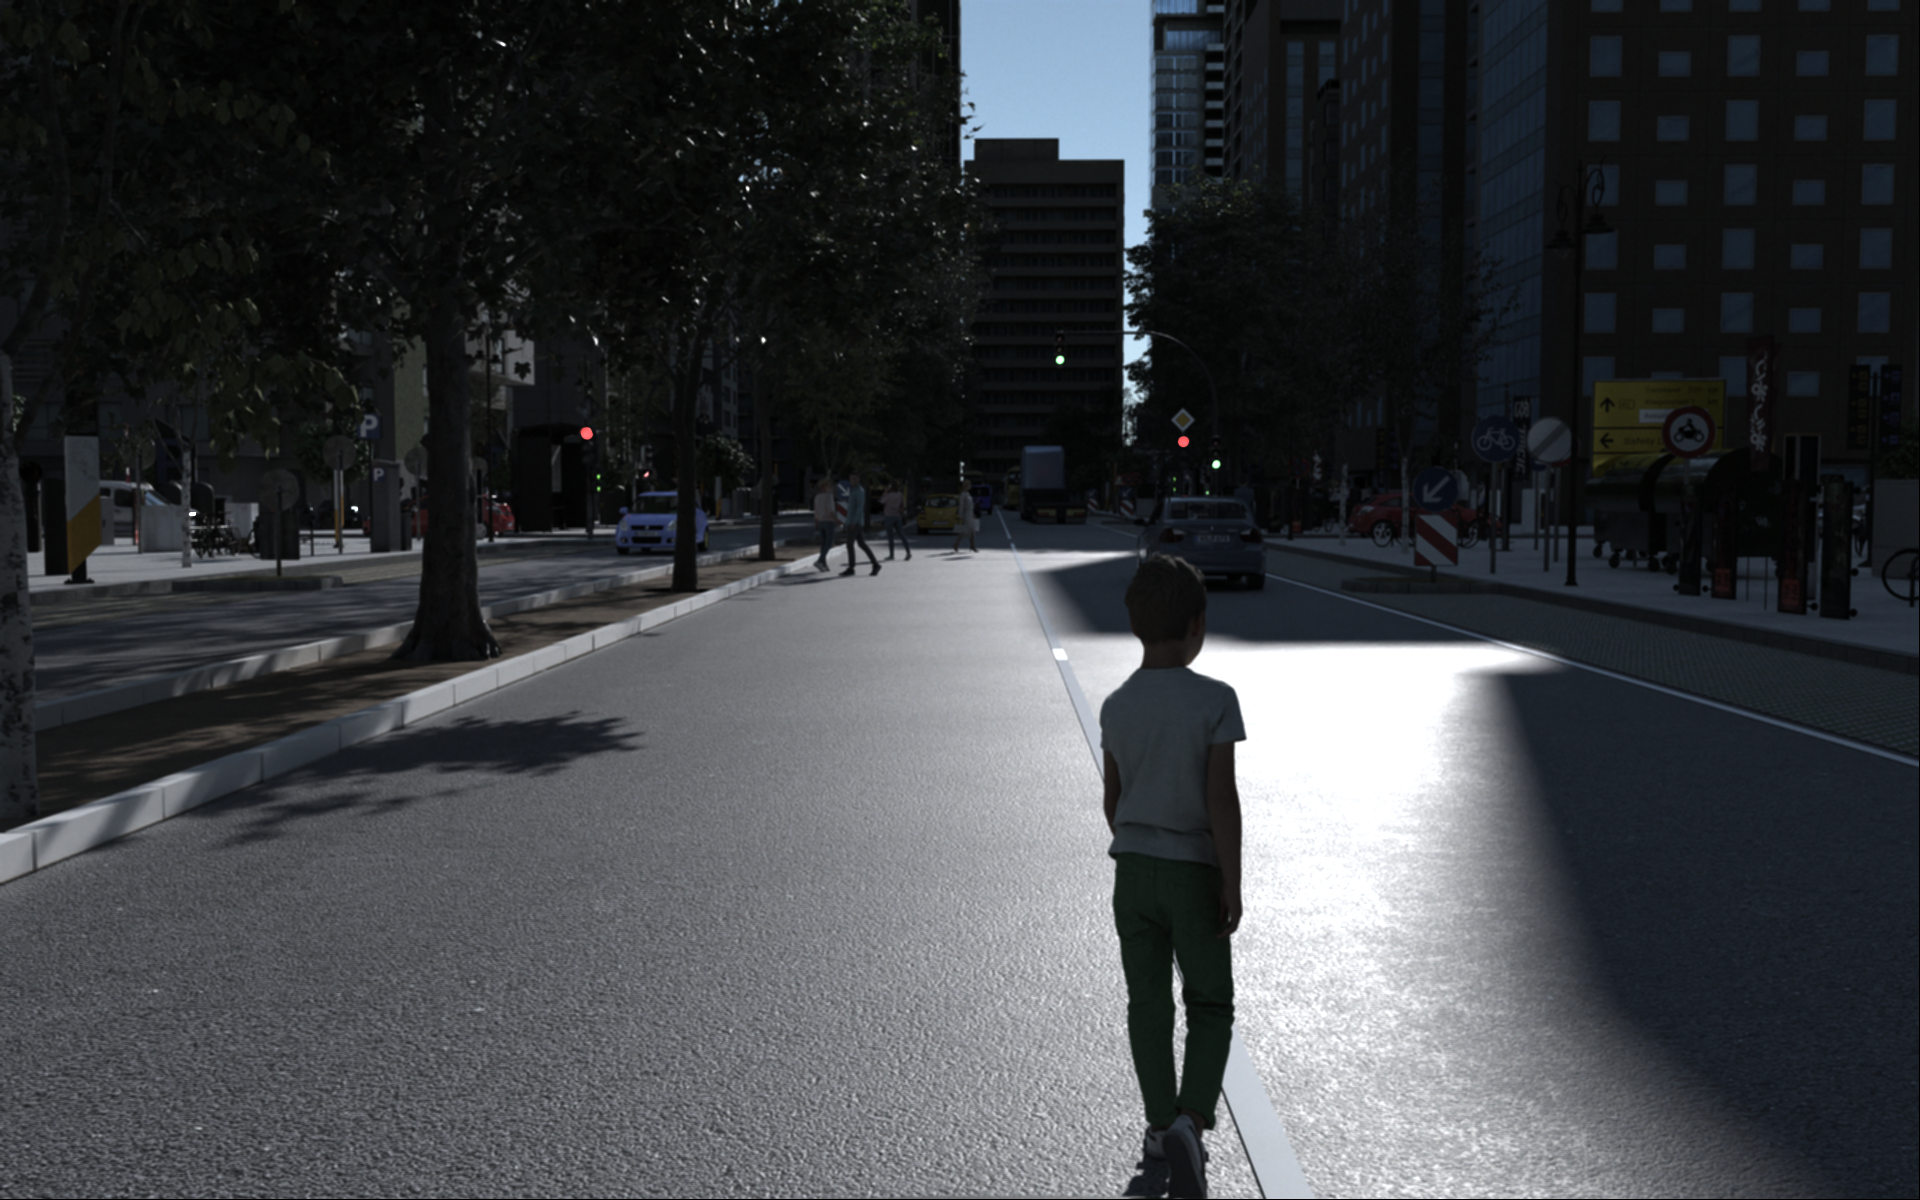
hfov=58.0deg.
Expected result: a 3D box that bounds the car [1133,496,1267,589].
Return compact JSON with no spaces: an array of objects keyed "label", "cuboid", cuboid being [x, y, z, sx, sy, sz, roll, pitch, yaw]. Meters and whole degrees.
[{"label":"car","cuboid":[3.763,-0.939,27.350,2.014,1.417,4.499,0,4,2]}]

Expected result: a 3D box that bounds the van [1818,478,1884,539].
[{"label":"van","cuboid":[28.243,-2.816,53.048,4.112,2.044,2.013,0,4,1]}]

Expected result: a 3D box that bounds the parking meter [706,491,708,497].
[{"label":"parking meter","cuboid":[-18.071,-6.993,122.743,0.372,1.533,0.369,0,3,0]}]

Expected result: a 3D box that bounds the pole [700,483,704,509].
[{"label":"pole","cuboid":[-14.977,-6.532,100.642,0.158,3.312,0.155,0,3,0]}]

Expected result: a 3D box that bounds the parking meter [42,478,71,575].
[{"label":"parking meter","cuboid":[-14.320,-1.165,27.457,0.372,1.533,0.369,0,3,0]}]

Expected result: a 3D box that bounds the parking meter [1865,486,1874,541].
[{"label":"parking meter","cuboid":[25.218,-2.412,47.854,0.372,1.533,0.369,0,3,0]}]

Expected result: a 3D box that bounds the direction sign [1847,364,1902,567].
[{"label":"direction sign","cuboid":[16.004,-2.347,30.375,0.876,3.537,0.379,0,4,6]}]

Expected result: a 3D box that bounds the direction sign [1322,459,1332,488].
[{"label":"direction sign","cuboid":[23.923,-7.420,113.310,0.876,3.537,0.379,-1,4,-21]}]

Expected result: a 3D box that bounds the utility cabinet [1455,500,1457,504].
[{"label":"utility cabinet","cuboid":[26.016,-4.918,91.574,0.306,1.237,1.020,2,4,26]}]

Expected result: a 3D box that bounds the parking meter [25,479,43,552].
[{"label":"parking meter","cuboid":[-20.638,-2.011,38.589,0.255,1.863,0.399,-1,4,-17]}]

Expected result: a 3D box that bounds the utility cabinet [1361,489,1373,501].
[{"label":"utility cabinet","cuboid":[18.501,-4.282,78.692,0.318,1.500,1.173,2,4,23]}]

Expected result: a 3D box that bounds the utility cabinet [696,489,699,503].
[{"label":"utility cabinet","cuboid":[-12.818,-4.493,82.145,0.318,1.500,1.173,-3,5,-42]}]

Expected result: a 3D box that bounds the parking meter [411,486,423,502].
[{"label":"parking meter","cuboid":[-17.689,-2.937,56.428,0.372,1.533,0.369,0,3,0]}]

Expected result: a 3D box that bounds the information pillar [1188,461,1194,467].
[{"label":"information pillar","cuboid":[15.013,-7.427,112.779,0.504,3.616,0.183,-1,4,-14]}]

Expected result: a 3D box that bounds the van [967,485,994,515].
[{"label":"van","cuboid":[1.270,-7.129,120.949,2.240,2.365,5.245,0,3,0]}]

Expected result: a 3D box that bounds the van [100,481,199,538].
[{"label":"van","cuboid":[-25.415,-2.825,53.201,4.112,2.044,2.013,0,4,2]}]

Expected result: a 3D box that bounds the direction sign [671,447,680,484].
[{"label":"direction sign","cuboid":[-13.563,-5.602,83.590,0.876,3.537,0.379,-3,5,-41]}]

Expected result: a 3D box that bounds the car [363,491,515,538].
[{"label":"car","cuboid":[-15.819,-2.657,52.479,4.494,1.783,2.155,0,4,1]}]

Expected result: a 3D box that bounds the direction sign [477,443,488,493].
[{"label":"direction sign","cuboid":[-21.276,-5.227,77.452,0.876,3.537,0.379,2,4,33]}]

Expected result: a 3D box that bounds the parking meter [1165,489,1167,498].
[{"label":"parking meter","cuboid":[11.125,-5.270,94.575,0.372,1.533,0.369,0,3,0]}]

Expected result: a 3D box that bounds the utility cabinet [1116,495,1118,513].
[{"label":"utility cabinet","cuboid":[11.057,-6.614,119.308,1.020,1.237,0.306,1,4,13]}]

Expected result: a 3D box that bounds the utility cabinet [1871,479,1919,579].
[{"label":"utility cabinet","cuboid":[14.299,-1.065,26.099,0.318,1.500,1.173,-1,4,-9]}]

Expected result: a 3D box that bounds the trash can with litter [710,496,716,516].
[{"label":"trash can with litter","cuboid":[-14.212,-5.510,101.471,1.055,1.170,0.624,-1,4,-19]}]

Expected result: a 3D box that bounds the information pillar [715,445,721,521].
[{"label":"information pillar","cuboid":[-11.467,-5.555,82.177,0.183,3.616,0.504,1,4,14]}]

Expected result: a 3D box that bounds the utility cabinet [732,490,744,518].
[{"label":"utility cabinet","cuboid":[-11.583,-5.001,90.448,0.318,1.500,1.173,0,4,8]}]

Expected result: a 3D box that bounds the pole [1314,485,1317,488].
[{"label":"pole","cuboid":[23.527,-7.388,114.631,0.158,3.312,0.155,0,3,0]}]

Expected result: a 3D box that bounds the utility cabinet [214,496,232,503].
[{"label":"utility cabinet","cuboid":[-29.864,-3.585,69.772,1.020,1.237,0.306,-1,4,-17]}]

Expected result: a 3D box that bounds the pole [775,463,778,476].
[{"label":"pole","cuboid":[-12.056,-7.331,113.704,0.158,3.312,0.155,0,3,0]}]

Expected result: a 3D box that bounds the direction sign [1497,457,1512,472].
[{"label":"direction sign","cuboid":[19.553,-4.294,62.199,0.876,3.537,0.379,-1,4,-17]}]

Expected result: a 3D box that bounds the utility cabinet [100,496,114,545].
[{"label":"utility cabinet","cuboid":[-21.637,-1.962,43.248,0.306,1.237,1.020,1,4,21]}]

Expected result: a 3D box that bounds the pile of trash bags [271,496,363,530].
[{"label":"pile of trash bags","cuboid":[-23.181,-3.191,61.926,1.912,1.369,3.447,2,4,30]}]

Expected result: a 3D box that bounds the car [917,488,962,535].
[{"label":"car","cuboid":[-0.575,-3.152,61.752,2.015,1.641,3.980,0,4,3]}]

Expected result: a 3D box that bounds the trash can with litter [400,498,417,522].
[{"label":"trash can with litter","cuboid":[-15.327,-2.179,47.007,1.055,1.170,0.624,-3,5,-42]}]

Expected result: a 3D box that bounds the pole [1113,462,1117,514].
[{"label":"pole","cuboid":[9.923,-7.164,110.977,0.158,3.312,0.155,0,3,0]}]

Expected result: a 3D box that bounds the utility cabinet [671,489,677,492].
[{"label":"utility cabinet","cuboid":[-13.048,-4.402,80.657,0.318,1.500,1.173,2,4,25]}]

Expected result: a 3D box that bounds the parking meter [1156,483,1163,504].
[{"label":"parking meter","cuboid":[9.958,-4.901,85.842,0.399,1.863,0.255,3,4,39]}]

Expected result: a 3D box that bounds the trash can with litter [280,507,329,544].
[{"label":"trash can with litter","cuboid":[-17.566,-2.077,45.014,1.678,1.210,2.233,-3,5,-42]}]

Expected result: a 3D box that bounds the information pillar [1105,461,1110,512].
[{"label":"information pillar","cuboid":[10.451,-8.023,122.533,0.183,3.616,0.504,2,4,29]}]

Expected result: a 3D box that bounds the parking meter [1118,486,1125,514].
[{"label":"parking meter","cuboid":[10.137,-6.306,108.810,0.399,1.863,0.255,-2,4,-28]}]

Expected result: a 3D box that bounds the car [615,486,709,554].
[{"label":"car","cuboid":[-7.244,-1.998,42.252,1.945,1.707,3.694,0,4,2]}]

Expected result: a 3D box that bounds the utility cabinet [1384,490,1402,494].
[{"label":"utility cabinet","cuboid":[22.765,-5.001,90.447,1.173,1.500,0.318,2,4,31]}]

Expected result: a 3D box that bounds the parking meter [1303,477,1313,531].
[{"label":"parking meter","cuboid":[12.134,-3.346,60.419,0.255,1.863,0.399,3,4,38]}]

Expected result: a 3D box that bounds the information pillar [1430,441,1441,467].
[{"label":"information pillar","cuboid":[20.670,-5.137,75.342,0.504,3.616,0.183,-1,4,-17]}]

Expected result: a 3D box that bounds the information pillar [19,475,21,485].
[{"label":"information pillar","cuboid":[-33.364,-3.466,61.157,0.304,2.012,0.304,0,4,-8]}]

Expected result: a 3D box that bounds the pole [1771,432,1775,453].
[{"label":"pole","cuboid":[21.667,-3.211,46.335,0.158,3.312,0.155,0,3,0]}]

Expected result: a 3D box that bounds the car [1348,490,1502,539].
[{"label":"car","cuboid":[13.763,-2.573,51.107,4.494,1.783,2.155,0,4,2]}]

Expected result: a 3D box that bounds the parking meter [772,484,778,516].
[{"label":"parking meter","cuboid":[-11.009,-5.934,102.724,0.399,1.863,0.255,0,4,6]}]

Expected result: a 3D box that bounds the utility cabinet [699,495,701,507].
[{"label":"utility cabinet","cuboid":[-16.235,-5.782,105.689,1.020,1.237,0.306,-3,4,-38]}]

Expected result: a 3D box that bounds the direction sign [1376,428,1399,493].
[{"label":"direction sign","cuboid":[14.652,-4.126,59.449,0.379,3.537,0.876,-3,5,-44]}]

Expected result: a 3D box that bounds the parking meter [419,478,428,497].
[{"label":"parking meter","cuboid":[-19.188,-3.447,62.062,0.399,1.863,0.255,0,4,-8]}]

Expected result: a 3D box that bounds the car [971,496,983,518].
[{"label":"car","cuboid":[0.421,-5.703,105.820,1.945,1.354,3.894,0,4,2]}]
